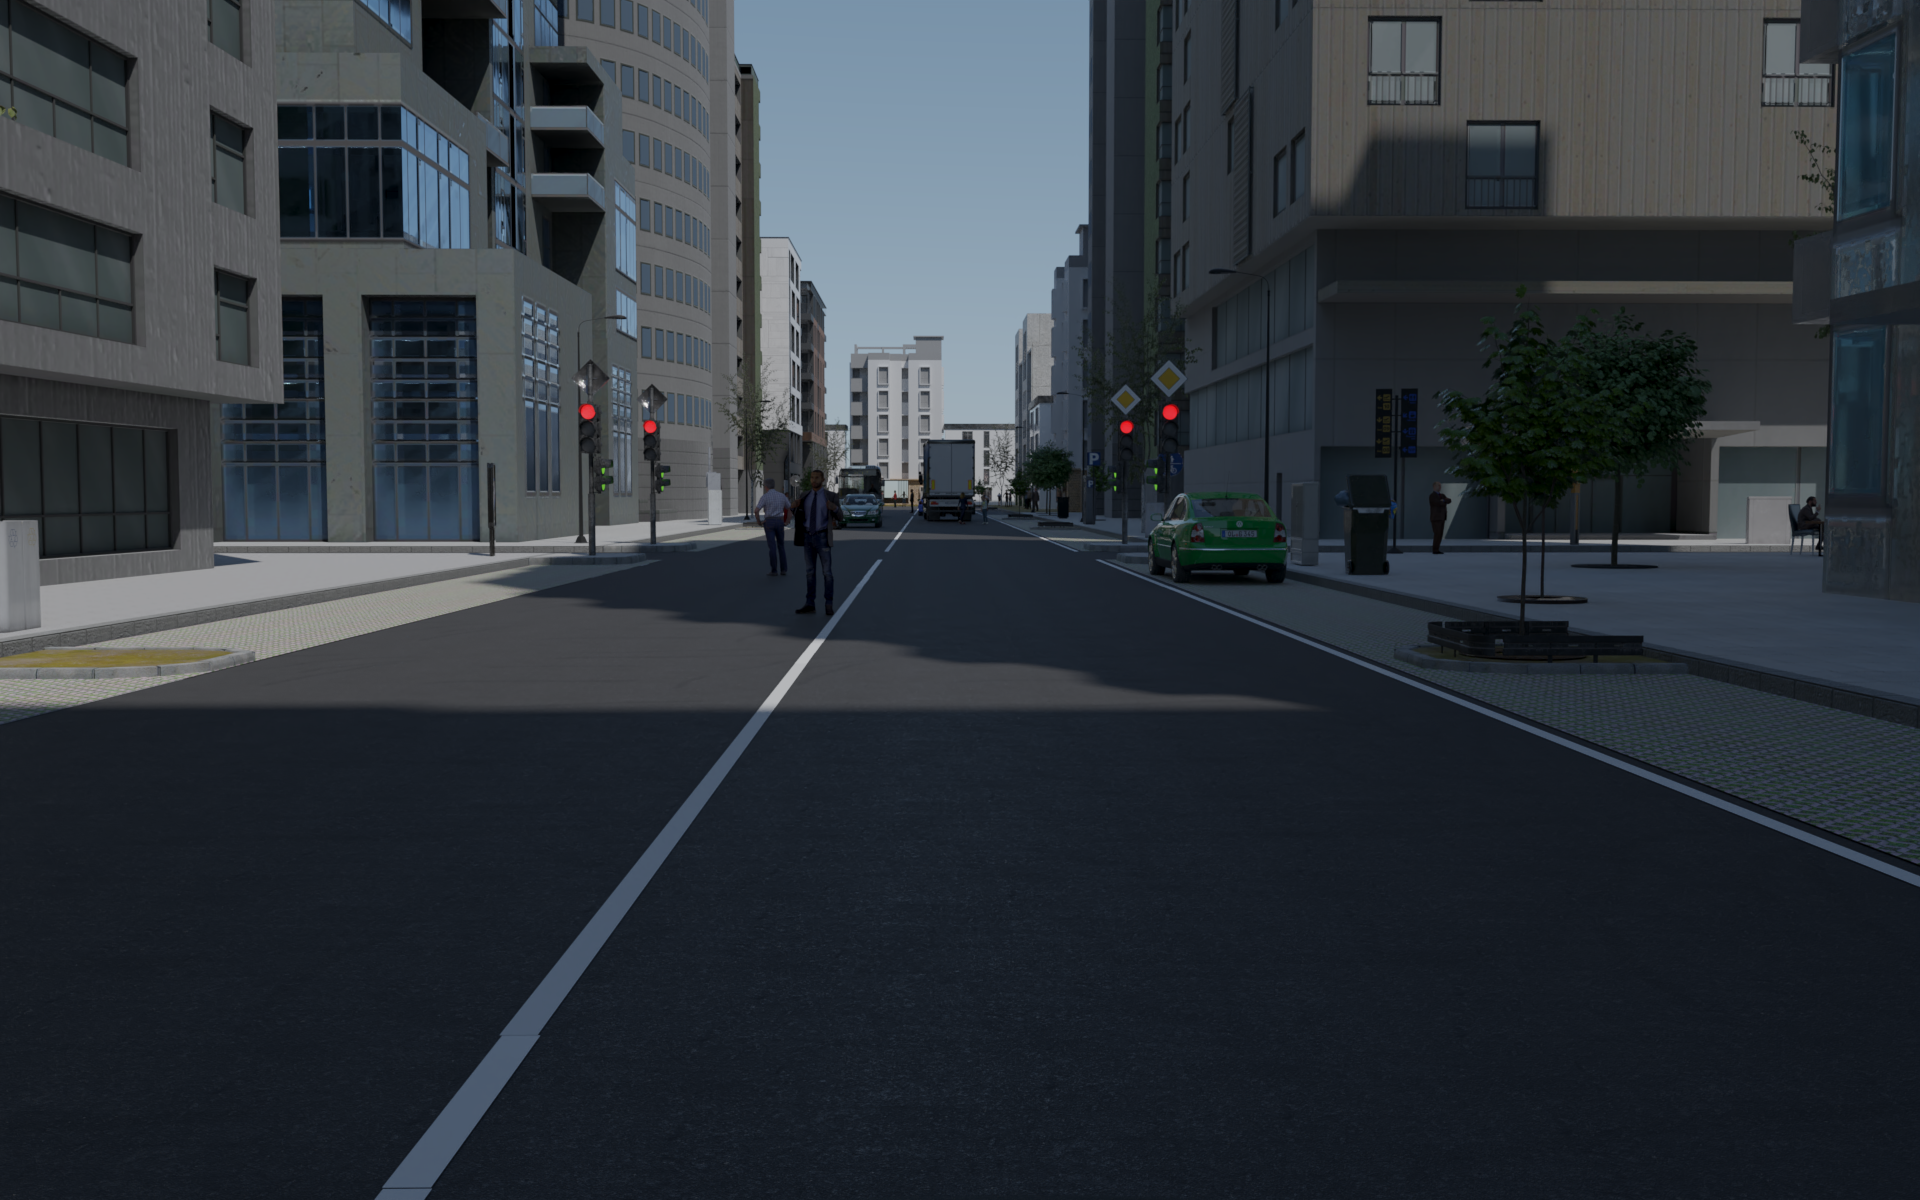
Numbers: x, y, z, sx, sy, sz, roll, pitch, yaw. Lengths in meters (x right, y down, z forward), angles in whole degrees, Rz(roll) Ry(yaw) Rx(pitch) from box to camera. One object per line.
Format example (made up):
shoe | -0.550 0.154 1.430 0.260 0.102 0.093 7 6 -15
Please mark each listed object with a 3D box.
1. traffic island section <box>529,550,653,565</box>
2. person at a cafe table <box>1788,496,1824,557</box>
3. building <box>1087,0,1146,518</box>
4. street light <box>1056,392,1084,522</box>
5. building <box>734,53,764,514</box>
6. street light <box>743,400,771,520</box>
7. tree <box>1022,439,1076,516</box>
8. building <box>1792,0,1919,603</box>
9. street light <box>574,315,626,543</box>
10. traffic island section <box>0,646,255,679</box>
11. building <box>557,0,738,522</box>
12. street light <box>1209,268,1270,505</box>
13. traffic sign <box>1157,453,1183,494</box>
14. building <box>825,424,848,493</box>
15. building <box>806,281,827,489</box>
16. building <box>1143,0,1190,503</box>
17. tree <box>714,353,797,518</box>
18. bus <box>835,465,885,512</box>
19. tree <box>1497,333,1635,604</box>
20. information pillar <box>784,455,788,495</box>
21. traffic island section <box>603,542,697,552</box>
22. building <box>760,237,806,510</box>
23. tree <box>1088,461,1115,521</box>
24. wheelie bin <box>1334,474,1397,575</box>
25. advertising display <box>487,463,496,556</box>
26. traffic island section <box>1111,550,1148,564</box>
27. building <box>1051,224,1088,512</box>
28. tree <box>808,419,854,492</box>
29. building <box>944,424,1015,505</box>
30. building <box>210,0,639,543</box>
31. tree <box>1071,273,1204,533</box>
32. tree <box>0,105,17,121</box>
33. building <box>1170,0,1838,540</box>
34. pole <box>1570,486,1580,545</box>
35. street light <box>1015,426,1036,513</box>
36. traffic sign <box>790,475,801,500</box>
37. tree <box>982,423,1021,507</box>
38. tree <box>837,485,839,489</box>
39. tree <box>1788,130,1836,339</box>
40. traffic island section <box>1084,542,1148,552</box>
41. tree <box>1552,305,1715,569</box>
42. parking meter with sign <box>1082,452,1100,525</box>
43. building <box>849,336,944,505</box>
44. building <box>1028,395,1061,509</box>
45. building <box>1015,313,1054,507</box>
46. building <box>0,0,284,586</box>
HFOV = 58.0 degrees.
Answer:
traffic island section | -7.714 -0.854 36.245 2.009 0.180 2.903 0 4 -1
person at a cafe table | 18.108 -1.532 35.912 1.698 1.238 1.726 -3 4 -36
building | 18.303 -34.386 104.212 21.231 58.520 28.212 0 4 -1
street light | 5.079 -6.501 78.833 1.470 5.913 1.316 0 4 -1
building | -20.411 -20.755 111.049 14.160 30.474 14.107 0 4 -1
street light | -10.025 -6.923 85.738 1.470 5.913 1.316 0 4 -1
tree | 5.288 -7.320 103.403 4.285 4.588 4.351 0 3 0
building | 20.985 -23.786 8.507 23.786 49.044 30.456 0 4 -1
street light | -9.334 -4.431 44.981 1.470 5.913 1.316 0 4 -1
traffic island section | -7.007 0.524 14.303 1.991 0.108 1.994 0 4 -1
building | -23.689 -33.455 88.988 21.231 58.520 28.212 0 4 -1
street light | 5.809 -3.867 35.766 1.470 5.913 1.316 0 4 -1
traffic sign | 5.998 -3.026 49.576 0.768 2.556 0.104 1 4 9
building | -27.723 -16.310 208.822 28.070 9.664 9.099 0 4 -1
building | -30.727 -20.529 179.617 32.646 21.610 27.936 0 4 -1
building | 15.659 -24.418 82.833 14.154 41.232 14.086 0 4 -1
tree | -10.746 -8.623 91.344 4.360 8.622 3.978 0 3 0
bus | -6.131 -6.947 108.449 2.948 3.499 13.247 0 4 -2
tree | 6.826 -1.584 20.494 1.663 3.219 1.824 0 3 0
information pillar | -10.410 -6.871 103.700 0.183 3.616 0.504 1 4 16
traffic island section | -7.853 -1.342 44.229 2.009 0.180 2.903 0 4 -1
building | -27.482 -17.823 135.387 27.936 21.610 32.646 0 4 -1
tree | 6.487 -5.452 83.745 1.663 3.219 1.824 0 3 0
wheelie bin | 6.443 -1.206 27.624 0.980 1.594 0.693 0 4 -1
advertising display | -9.727 -1.883 35.994 0.123 1.923 0.974 -1 4 -12
traffic island section | 4.386 -0.867 36.450 2.009 0.180 2.903 0 4 -1
building | 14.839 -16.568 127.302 16.016 20.091 11.380 0 4 -1
tree | -12.176 -13.076 164.154 4.360 8.622 3.978 0 3 0
building | 12.060 -16.433 210.824 28.070 9.664 9.099 0 4 -1
building | -23.124 -45.616 58.488 22.319 86.520 31.000 0 4 -1
tree | 5.815 -6.519 56.944 4.360 8.622 3.978 0 3 0
tree | -9.471 -3.843 13.195 4.737 8.622 4.395 0 3 0
building | 21.993 -28.694 58.382 27.495 52.752 28.713 0 4 -1
pole | 15.490 -3.041 43.565 0.158 3.312 0.155 0 3 0
street light | 4.477 -8.954 118.940 1.470 5.913 1.316 0 4 -1
traffic sign | -11.131 -7.159 117.151 0.768 2.556 0.104 0 3 0
tree | 4.255 -13.941 178.290 4.360 8.622 3.978 0 3 0
tree | -12.490 -11.790 187.367 1.663 3.219 1.824 0 3 0
tree | 17.161 -4.983 31.828 4.737 8.622 4.395 0 3 0
traffic island section | 4.247 -1.355 44.434 2.009 0.180 2.903 0 4 -1
tree | 11.413 -2.840 30.152 4.285 4.588 4.351 0 3 0
parking meter with sign | 5.489 -4.701 73.123 0.543 3.016 1.738 0 4 -6
building | -7.715 -21.823 213.219 11.380 20.091 16.016 0 4 -1
building | 11.165 -12.568 147.636 9.099 9.664 28.070 0 4 -1
building | 14.784 -19.061 178.101 16.747 18.905 31.486 0 4 -1
building | -18.781 -15.534 25.690 14.107 30.474 14.160 0 4 -1
